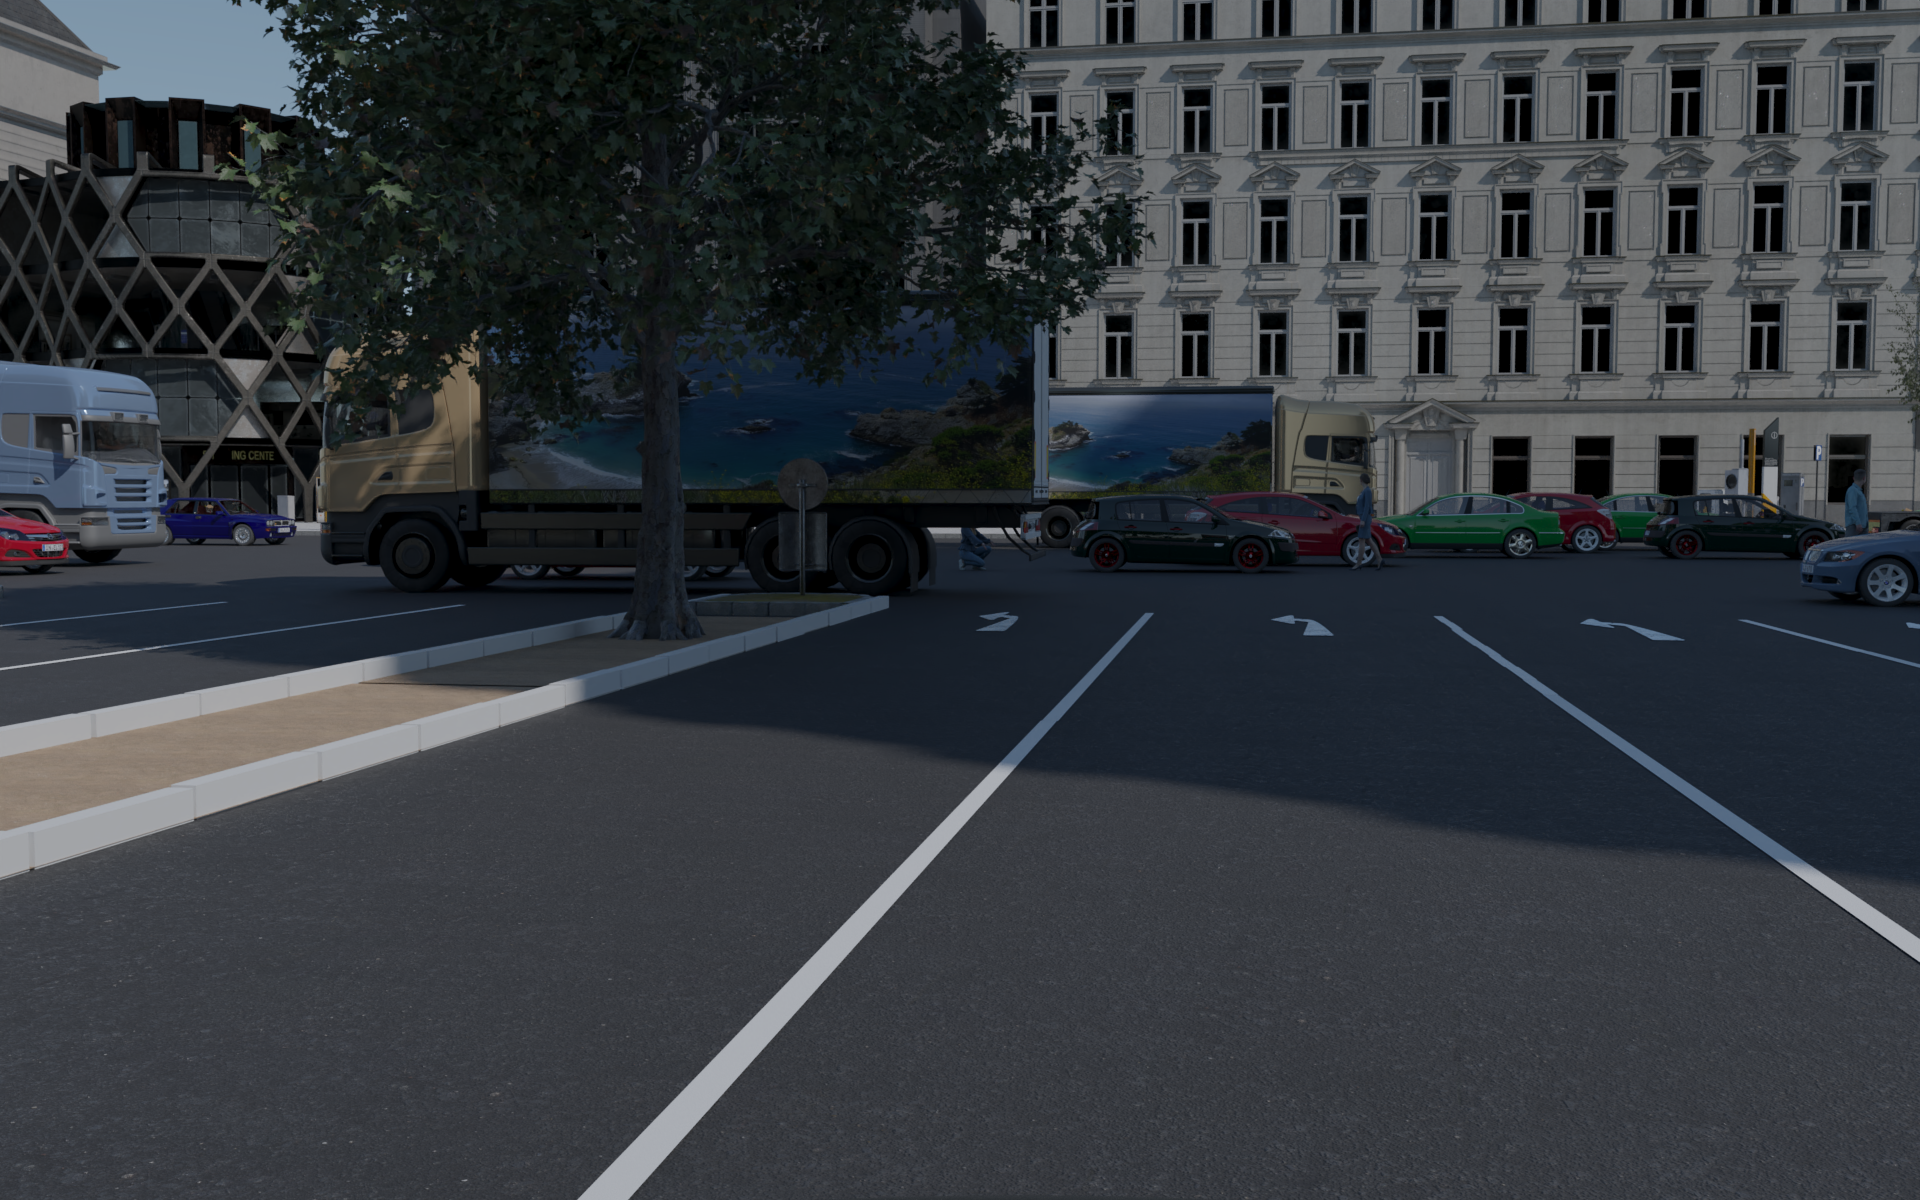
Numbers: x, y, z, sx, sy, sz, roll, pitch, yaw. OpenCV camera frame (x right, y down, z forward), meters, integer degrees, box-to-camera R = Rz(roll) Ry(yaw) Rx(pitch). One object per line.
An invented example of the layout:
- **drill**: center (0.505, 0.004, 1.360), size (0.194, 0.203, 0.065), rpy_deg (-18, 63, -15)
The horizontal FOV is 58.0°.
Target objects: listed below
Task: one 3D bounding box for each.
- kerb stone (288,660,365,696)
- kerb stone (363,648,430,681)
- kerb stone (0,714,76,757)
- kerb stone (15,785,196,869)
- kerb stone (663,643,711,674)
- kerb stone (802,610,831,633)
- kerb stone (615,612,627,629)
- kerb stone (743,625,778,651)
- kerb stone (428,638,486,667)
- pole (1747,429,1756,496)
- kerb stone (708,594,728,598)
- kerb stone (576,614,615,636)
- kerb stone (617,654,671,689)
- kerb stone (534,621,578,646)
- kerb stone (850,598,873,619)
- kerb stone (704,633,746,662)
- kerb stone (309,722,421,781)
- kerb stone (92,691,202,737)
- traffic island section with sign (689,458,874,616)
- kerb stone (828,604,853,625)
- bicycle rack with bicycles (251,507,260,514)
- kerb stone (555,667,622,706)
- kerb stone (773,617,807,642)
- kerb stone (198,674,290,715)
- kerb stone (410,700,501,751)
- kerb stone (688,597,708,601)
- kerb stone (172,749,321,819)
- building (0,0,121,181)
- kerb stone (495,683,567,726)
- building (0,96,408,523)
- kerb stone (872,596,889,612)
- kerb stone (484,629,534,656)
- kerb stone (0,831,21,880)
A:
- **kerb stone**: center (-4.681, 0.583, 12.665), size (0.120, 0.150, 1.000), rpy_deg (1, 4, 10)
- **kerb stone**: center (-4.503, 0.521, 13.678), size (0.120, 0.150, 1.000), rpy_deg (1, 4, 10)
- **kerb stone**: center (-5.207, 0.770, 9.608), size (0.120, 0.150, 1.000), rpy_deg (1, 4, 10)
- **kerb stone**: center (-3.504, 0.929, 7.110), size (0.120, 0.150, 1.000), rpy_deg (1, 4, 10)
- **kerb stone**: center (-2.276, 0.488, 14.216), size (0.120, 0.150, 1.000), rpy_deg (1, 4, 10)
- **kerb stone**: center (-1.574, 0.239, 18.290), size (0.120, 0.150, 1.000), rpy_deg (1, 4, 10)
- **kerb stone**: center (-3.620, 0.220, 18.755), size (0.120, 0.150, 1.000), rpy_deg (1, 4, 10)
- **kerb stone**: center (-1.923, 0.367, 16.248), size (0.120, 0.150, 1.000), rpy_deg (1, 4, 10)
- **kerb stone**: center (-4.323, 0.460, 14.698), size (0.120, 0.150, 1.000), rpy_deg (1, 4, 10)
- **pole**: center (24.653, -3.677, 53.966), size (0.158, 3.312, 0.155), rpy_deg (0, 3, 0)
- **kerb stone**: center (-3.090, 0.027, 21.805), size (0.120, 0.150, 1.000), rpy_deg (1, 4, 10)
- **kerb stone**: center (-3.803, 0.272, 17.744), size (0.120, 0.150, 1.000), rpy_deg (1, 4, 10)
- **kerb stone**: center (-2.451, 0.555, 13.202), size (0.120, 0.150, 1.000), rpy_deg (1, 4, 10)
- **kerb stone**: center (-3.966, 0.335, 16.722), size (0.120, 0.150, 1.000), rpy_deg (1, 4, 10)
- **kerb stone**: center (-1.218, 0.114, 20.333), size (0.120, 0.150, 1.000), rpy_deg (1, 4, 10)
- **kerb stone**: center (-2.105, 0.426, 15.229), size (0.120, 0.150, 1.000), rpy_deg (1, 4, 10)
- **kerb stone**: center (-3.154, 0.800, 9.138), size (0.120, 0.150, 1.000), rpy_deg (1, 4, 10)
- **kerb stone**: center (-5.025, 0.710, 10.632), size (0.120, 0.150, 1.000), rpy_deg (1, 4, 10)
- **traffic island section with sign**: center (-2.098, -0.805, 21.304), size (2.006, 1.907, 1.989), rpy_deg (1, 4, 10)
- **kerb stone**: center (-1.391, 0.177, 19.306), size (0.120, 0.150, 1.000), rpy_deg (1, 4, 10)
- **bicycle rack with bicycles**: center (-52.726, -6.834, 125.116), size (2.852, 0.926, 2.925), rpy_deg (2, 4, 33)
- **kerb stone**: center (-2.631, 0.613, 12.176), size (0.120, 0.150, 1.000), rpy_deg (1, 4, 10)
- **kerb stone**: center (-1.738, 0.302, 17.265), size (0.120, 0.150, 1.000), rpy_deg (1, 4, 10)
- **kerb stone**: center (-4.855, 0.645, 11.649), size (0.120, 0.150, 1.000), rpy_deg (1, 4, 10)
- **kerb stone**: center (-2.976, 0.737, 10.150), size (0.120, 0.150, 1.000), rpy_deg (1, 4, 10)
- **kerb stone**: center (-3.272, 0.091, 20.782), size (0.120, 0.150, 1.000), rpy_deg (1, 4, 10)
- **kerb stone**: center (-3.336, 0.860, 8.127), size (0.120, 0.150, 1.000), rpy_deg (1, 4, 10)
- **building**: center (-56.566, -18.250, 85.770), size (23.554, 28.519, 14.401), rpy_deg (1, 4, 10)
- **kerb stone**: center (-2.802, 0.681, 11.163), size (0.120, 0.150, 1.000), rpy_deg (1, 4, 10)
- **building**: center (-36.226, -13.171, 82.793), size (16.811, 18.784, 16.820), rpy_deg (1, 4, 10)
- **kerb stone**: center (-1.042, 0.054, 21.347), size (0.120, 0.150, 1.000), rpy_deg (1, 4, 10)
- **kerb stone**: center (-4.150, 0.397, 15.711), size (0.120, 0.150, 1.000), rpy_deg (1, 4, 10)
- **kerb stone**: center (-3.681, 0.985, 6.097), size (0.120, 0.150, 1.000), rpy_deg (1, 4, 10)
